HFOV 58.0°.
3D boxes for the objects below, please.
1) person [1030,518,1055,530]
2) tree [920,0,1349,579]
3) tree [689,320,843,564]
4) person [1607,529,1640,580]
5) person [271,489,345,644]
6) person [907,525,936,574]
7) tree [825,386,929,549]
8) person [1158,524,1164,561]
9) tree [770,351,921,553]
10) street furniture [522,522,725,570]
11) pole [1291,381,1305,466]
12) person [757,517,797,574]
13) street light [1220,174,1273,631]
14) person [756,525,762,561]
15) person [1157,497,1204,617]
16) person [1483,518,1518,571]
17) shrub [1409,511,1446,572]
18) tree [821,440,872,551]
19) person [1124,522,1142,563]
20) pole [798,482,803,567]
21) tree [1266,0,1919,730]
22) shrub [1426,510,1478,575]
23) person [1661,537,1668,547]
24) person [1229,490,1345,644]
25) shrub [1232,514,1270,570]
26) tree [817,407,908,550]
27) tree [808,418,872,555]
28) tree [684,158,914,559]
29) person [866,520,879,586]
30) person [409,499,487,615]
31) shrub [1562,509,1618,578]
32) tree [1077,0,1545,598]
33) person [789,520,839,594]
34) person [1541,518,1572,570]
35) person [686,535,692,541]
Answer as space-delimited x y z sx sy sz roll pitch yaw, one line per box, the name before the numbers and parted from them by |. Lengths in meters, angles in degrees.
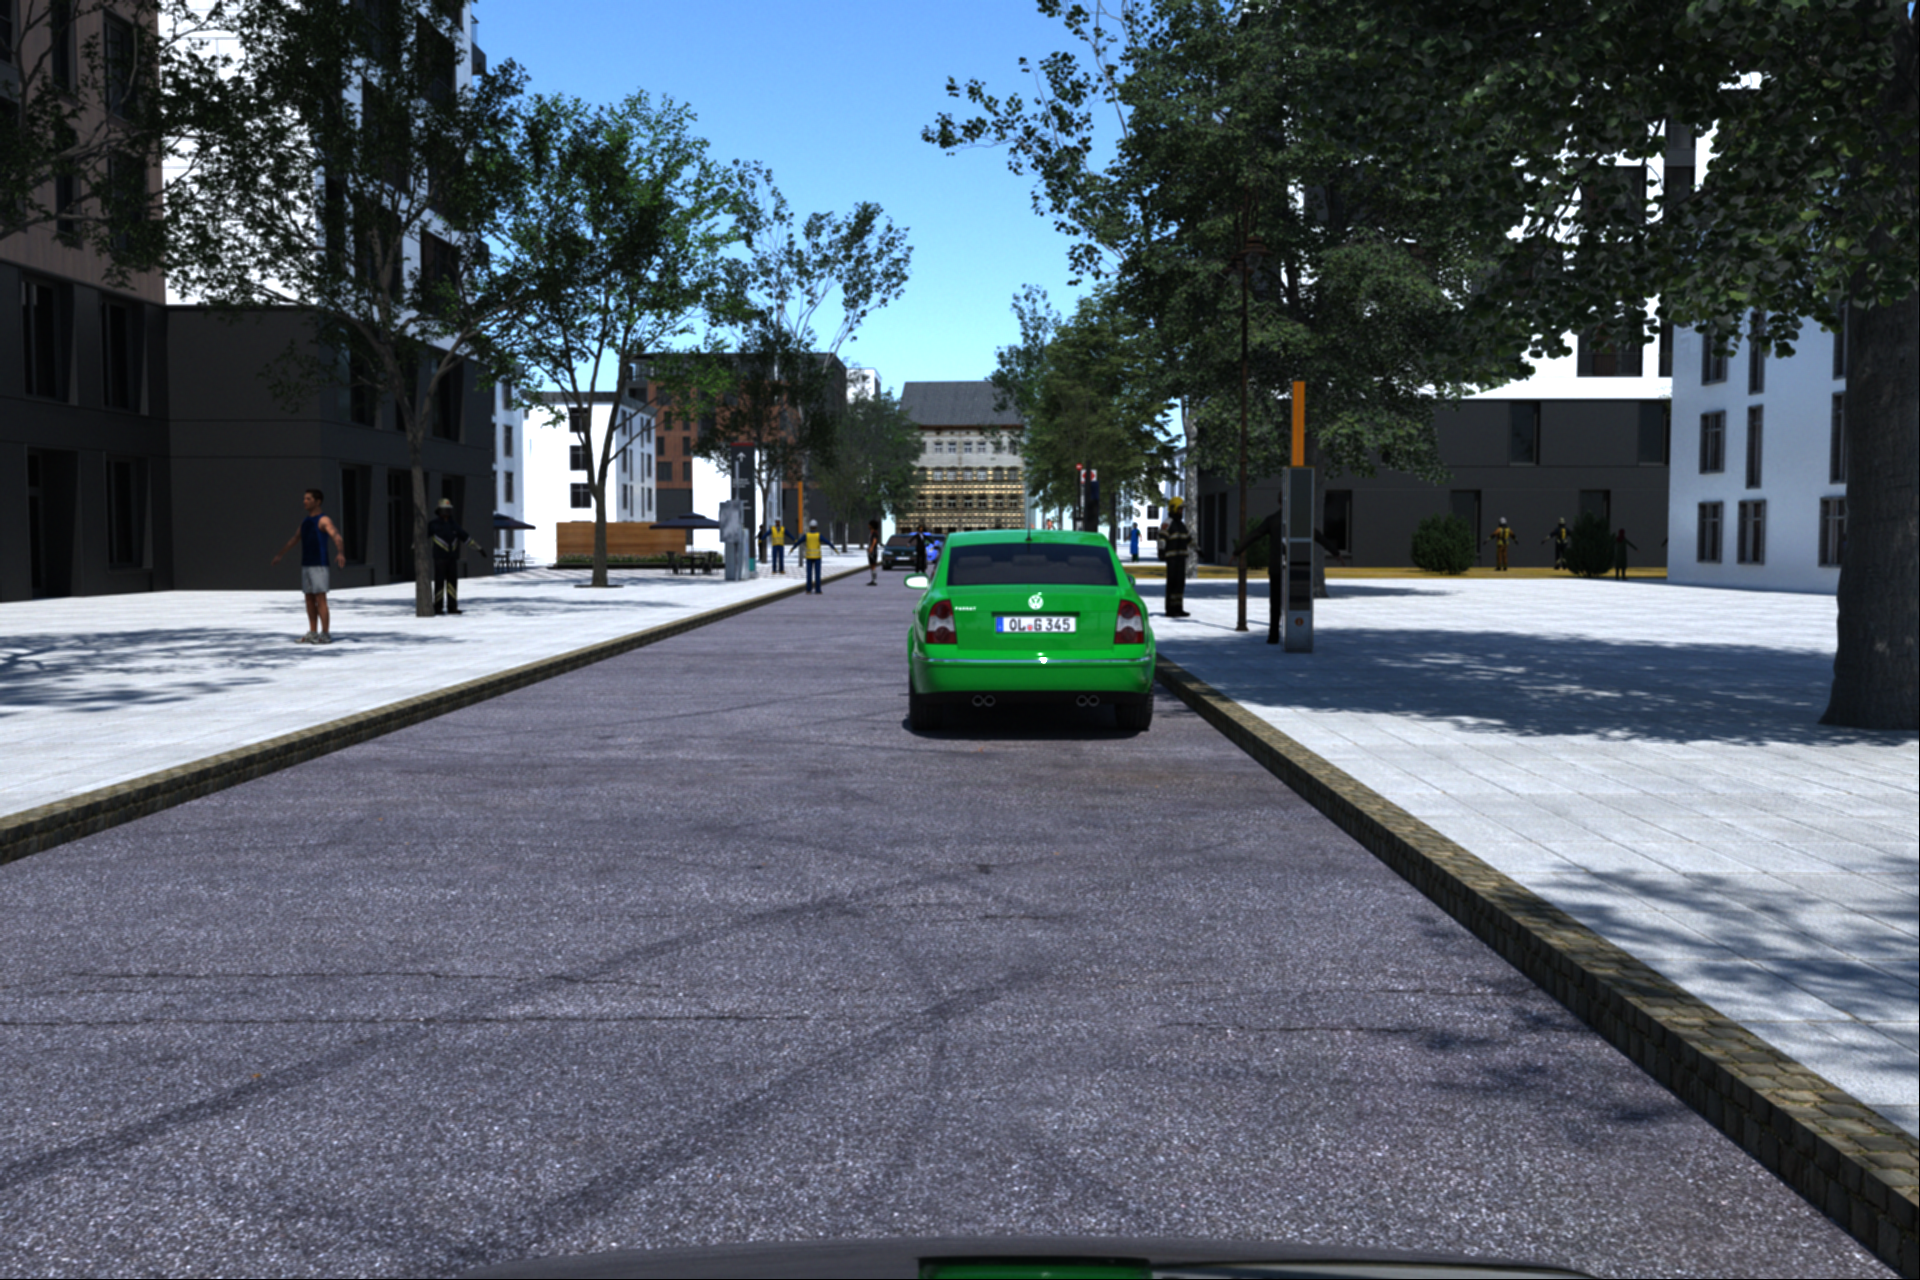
person | 2.381 -2.588 49.164 0.742 1.727 0.445 -1 4 -14
tree | 5.679 -11.886 50.231 12.611 20.169 13.585 0 3 0
tree | -8.216 -8.588 74.824 7.601 10.594 8.767 -3 5 -45
person | 18.569 -2.405 48.541 0.599 1.438 0.989 -3 4 -38
person | -7.569 -0.862 20.267 1.345 1.807 0.704 2 4 35
person | -1.362 -3.205 61.583 1.216 1.740 0.721 -2 4 -30
tree | -7.494 -14.788 148.439 9.857 13.997 8.962 0 3 0
person | 9.690 -4.696 83.006 0.704 1.802 1.346 0 4 0
tree | -7.839 -12.601 116.401 12.009 13.543 11.850 0 3 0
street furniture | -11.755 -3.575 65.309 11.010 1.723 9.812 -1 4 -14
pole | 4.524 -1.800 23.275 0.158 3.312 0.155 0 3 0
person | -5.859 -3.047 55.787 1.349 1.833 0.705 -1 4 -13
street light | 3.729 -3.055 22.729 0.468 5.910 1.993 0 4 1
person | -9.682 -4.706 83.672 0.721 1.740 1.216 1 4 17
person | 3.365 -1.287 26.807 0.704 1.858 1.351 3 4 36
person | 18.951 -3.352 60.577 1.354 1.858 0.705 -1 4 -15
shrub | 16.090 -3.350 58.816 1.661 2.075 1.752 0 3 0
tree | -8.361 -10.833 127.474 4.360 8.622 3.978 0 3 0
person | 7.755 -4.339 77.070 0.704 1.817 1.347 -2 4 -29
pole | -6.208 -4.508 67.543 0.158 3.312 0.155 0 3 0
tree | 6.124 -6.390 11.125 9.857 13.997 8.962 0 3 0
shrub | 15.385 -3.043 54.180 1.690 2.028 1.600 0 3 0
person | 20.633 -2.675 49.875 0.704 1.812 1.346 0 4 -6
person | 3.805 -0.859 20.229 1.348 1.807 0.705 1 4 15
shrub | 10.573 -3.509 61.792 1.690 2.028 1.600 0 3 0
tree | -7.851 -13.057 139.240 9.928 11.665 9.643 0 3 0
tree | -7.813 -9.410 104.212 4.360 8.622 3.978 0 3 0
tree | -9.532 -14.312 89.894 12.611 20.169 13.585 0 3 0
person | -2.456 -2.429 48.318 0.704 1.843 1.345 0 4 -6
person | -8.214 -1.334 27.680 0.704 1.845 1.351 3 5 43
shrub | 18.653 -2.863 51.234 1.690 2.028 1.600 0 3 0
tree | 7.090 -7.822 34.549 9.857 13.997 8.962 0 3 0
person | -3.496 -1.988 41.430 1.216 1.772 0.721 0 4 1
person | 21.606 -3.454 62.260 1.354 1.856 0.705 0 4 3
person | -12.994 -4.489 79.661 1.348 1.796 0.705 -2 4 -24
